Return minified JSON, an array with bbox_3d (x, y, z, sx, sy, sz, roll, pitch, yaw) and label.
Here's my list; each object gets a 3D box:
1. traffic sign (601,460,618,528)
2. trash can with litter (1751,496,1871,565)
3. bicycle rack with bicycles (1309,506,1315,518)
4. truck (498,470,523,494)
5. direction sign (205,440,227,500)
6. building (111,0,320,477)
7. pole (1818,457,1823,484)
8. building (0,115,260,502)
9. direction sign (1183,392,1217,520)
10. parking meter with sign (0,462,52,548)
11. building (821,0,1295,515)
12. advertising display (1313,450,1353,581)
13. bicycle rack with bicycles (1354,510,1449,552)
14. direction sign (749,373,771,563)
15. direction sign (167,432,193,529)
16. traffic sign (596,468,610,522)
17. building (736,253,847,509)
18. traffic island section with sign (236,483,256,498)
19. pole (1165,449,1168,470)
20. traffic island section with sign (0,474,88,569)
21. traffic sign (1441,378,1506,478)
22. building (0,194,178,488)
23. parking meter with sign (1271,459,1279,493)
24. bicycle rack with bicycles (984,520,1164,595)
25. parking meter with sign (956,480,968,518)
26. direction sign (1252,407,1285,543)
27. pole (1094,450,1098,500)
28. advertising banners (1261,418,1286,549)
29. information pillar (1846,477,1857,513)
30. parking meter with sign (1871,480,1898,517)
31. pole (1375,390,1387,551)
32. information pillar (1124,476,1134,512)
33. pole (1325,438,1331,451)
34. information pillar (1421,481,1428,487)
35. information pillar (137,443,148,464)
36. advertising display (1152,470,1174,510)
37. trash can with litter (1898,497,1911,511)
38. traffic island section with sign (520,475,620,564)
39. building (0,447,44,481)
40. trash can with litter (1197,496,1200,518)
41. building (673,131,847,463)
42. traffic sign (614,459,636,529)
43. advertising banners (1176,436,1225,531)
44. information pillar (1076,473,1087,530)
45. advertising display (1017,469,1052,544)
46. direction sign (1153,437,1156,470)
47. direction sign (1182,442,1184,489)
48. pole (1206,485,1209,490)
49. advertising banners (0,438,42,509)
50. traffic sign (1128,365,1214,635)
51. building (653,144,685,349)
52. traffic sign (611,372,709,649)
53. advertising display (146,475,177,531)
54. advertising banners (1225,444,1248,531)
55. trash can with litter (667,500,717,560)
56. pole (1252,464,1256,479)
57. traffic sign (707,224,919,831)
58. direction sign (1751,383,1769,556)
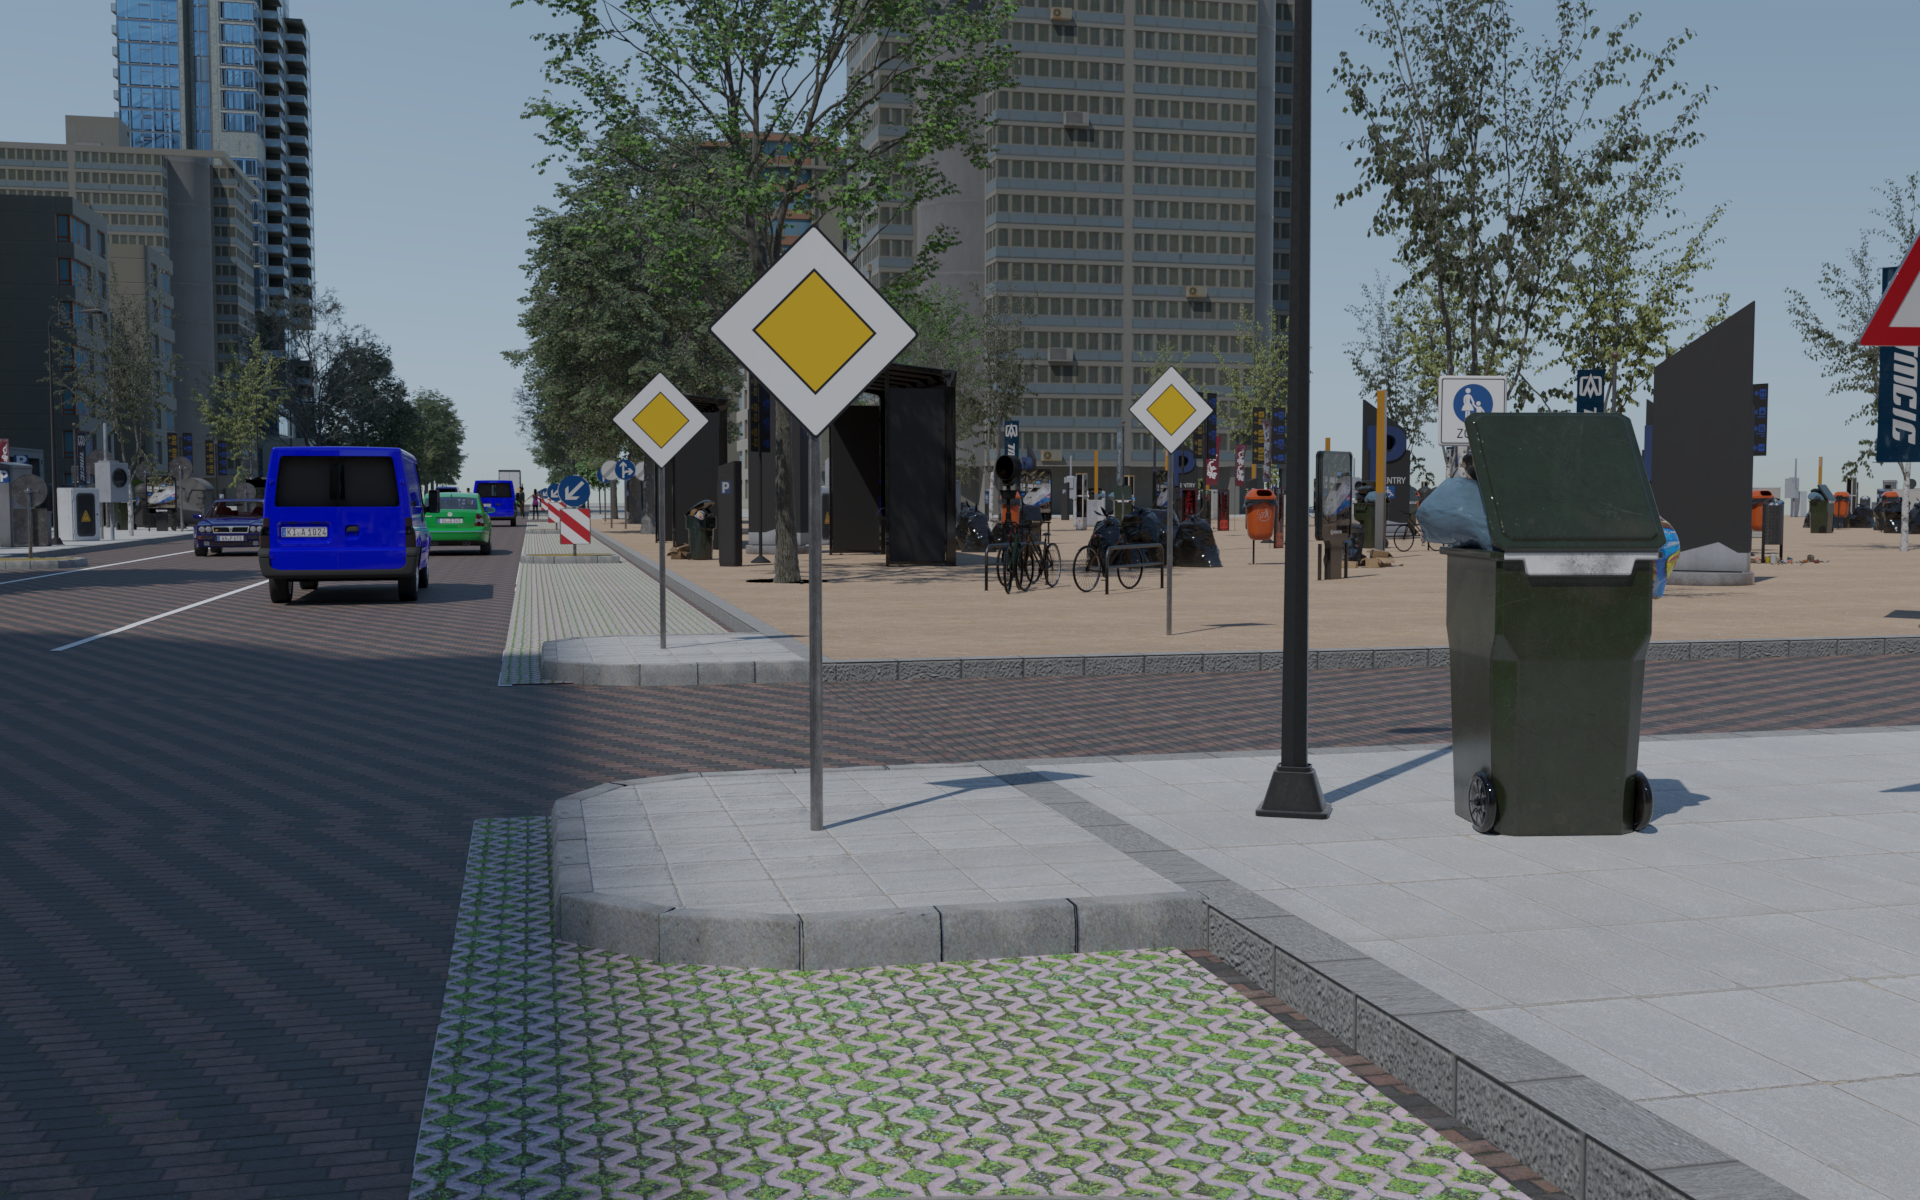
[{"bbox_3d":[-13.087,-3.969,65.000,0.768,2.556,0.104,-1,4,-12],"label":"traffic sign"},{"bbox_3d":[15.470,-1.294,32.210,2.233,1.210,1.678,-2,4,-28],"label":"trash can with litter"},{"bbox_3d":[19.616,-4.801,91.878,2.852,0.926,2.925,-3,5,-40],"label":"bicycle rack with bicycles"},{"bbox_3d":[-53.197,-13.212,204.925,2.839,4.237,11.283,-1,4,-14],"label":"truck"},{"bbox_3d":[-31.373,-4.960,73.092,0.379,3.537,0.876,3,5,43],"label":"direction sign"},{"bbox_3d":[-89.526,-54.851,209.485,22.319,86.520,31.000,-1,4,-14],"label":"building"},{"bbox_3d":[46.823,-6.144,94.304,0.158,3.312,0.155,0,3,0],"label":"pole"},{"bbox_3d":[-88.482,-30.031,182.889,32.217,40.220,23.993,-1,4,-14],"label":"building"},{"bbox_3d":[5.459,-2.854,38.666,0.379,3.537,0.876,3,5,42],"label":"direction sign"},{"bbox_3d":[-22.756,-2.783,41.765,0.543,3.016,1.738,1,4,16],"label":"parking meter with sign"},{"bbox_3d":[5.639,-25.873,114.901,32.217,40.220,23.993,-1,4,-14],"label":"building"},{"bbox_3d":[5.609,-1.271,25.995,0.123,1.923,0.974,3,5,39],"label":"advertising display"},{"bbox_3d":[10.740,-1.513,38.112,2.925,0.926,2.852,-3,4,-38],"label":"bicycle rack with bicycles"},{"bbox_3d":[-3.716,-2.458,32.191,0.379,3.537,0.876,1,4,18],"label":"direction sign"},{"bbox_3d":[-28.731,-4.396,63.864,0.876,3.537,0.379,-3,5,-42],"label":"direction sign"},{"bbox_3d":[-16.523,-4.925,80.624,0.768,2.556,0.104,-1,4,-11],"label":"traffic sign"},{"bbox_3d":[-2.652,-18.078,140.619,27.650,21.520,28.899,-1,4,-14],"label":"building"},{"bbox_3d":[-24.753,-3.144,60.035,1.989,1.847,2.006,-1,4,-14],"label":"traffic island section with sign"},{"bbox_3d":[8.208,-4.562,68.437,0.158,3.312,0.155,0,3,0],"label":"pole"},{"bbox_3d":[-18.281,-1.544,33.865,1.989,1.847,2.006,-1,4,-14],"label":"traffic island section with sign"},{"bbox_3d":[4.436,-0.792,15.082,0.606,2.300,0.079,0,4,-6],"label":"traffic sign"},{"bbox_3d":[-68.395,-16.308,111.682,27.650,21.520,28.899,-1,4,-14],"label":"building"},{"bbox_3d":[15.818,-5.559,87.146,0.543,3.016,1.738,1,4,18],"label":"parking meter with sign"},{"bbox_3d":[1.357,-0.601,23.201,2.852,0.926,2.925,2,4,31],"label":"bicycle rack with bicycles"},{"bbox_3d":[-0.293,-5.863,92.123,0.543,3.016,1.738,3,5,43],"label":"parking meter with sign"},{"bbox_3d":[8.045,-3.254,45.208,0.876,3.537,0.379,-1,4,-9],"label":"direction sign"},{"bbox_3d":[6.374,-5.330,80.985,0.158,3.312,0.155,0,3,0],"label":"pole"},{"bbox_3d":[7.548,-2.733,40.874,0.090,3.025,2.074,2,4,35],"label":"advertising banners"},{"bbox_3d":[39.036,-4.366,75.873,0.304,2.012,0.304,-2,4,-24],"label":"information pillar"},{"bbox_3d":[50.887,-6.025,94.770,1.738,3.016,0.543,3,4,38],"label":"parking meter with sign"},{"bbox_3d":[8.298,-2.465,34.138,0.158,3.312,0.155,0,3,0],"label":"pole"},{"bbox_3d":[6.699,-3.928,68.722,0.304,2.012,0.304,-3,4,-39],"label":"information pillar"},{"bbox_3d":[13.268,-4.203,62.563,0.158,3.312,0.155,0,3,0],"label":"pole"},{"bbox_3d":[26.522,-5.774,98.892,0.304,2.012,0.304,-1,4,-16],"label":"information pillar"},{"bbox_3d":[-36.765,-5.295,77.923,0.183,3.616,0.504,2,4,29],"label":"information pillar"},{"bbox_3d":[5.488,-2.542,46.771,0.123,1.923,0.974,3,4,37],"label":"advertising display"},{"bbox_3d":[39.031,-3.680,71.555,1.055,1.170,0.624,-2,4,-31],"label":"trash can with litter"},{"bbox_3d":[-8.195,-1.690,36.266,1.989,1.847,2.006,-1,4,-14],"label":"traffic island section with sign"},{"bbox_3d":[-59.461,-39.673,86.909,20.563,71.187,20.611,-1,4,-14],"label":"building"},{"bbox_3d":[8.370,-3.251,64.209,2.233,1.210,1.678,-1,4,-9],"label":"trash can with litter"},{"bbox_3d":[-23.545,-34.169,213.293,22.147,44.769,28.867,-1,4,-14],"label":"building"},{"bbox_3d":[-12.267,-3.877,63.495,0.768,2.556,0.104,0,4,-6],"label":"traffic sign"},{"bbox_3d":[6.901,-3.435,52.354,2.074,3.025,0.090,2,4,24],"label":"advertising banners"},{"bbox_3d":[4.300,-3.473,61.280,0.304,2.012,0.304,2,4,33],"label":"information pillar"},{"bbox_3d":[1.902,-2.386,44.231,0.974,1.923,0.123,-2,4,-28],"label":"advertising display"},{"bbox_3d":[7.419,-4.530,66.061,0.379,3.537,0.876,0,4,2],"label":"direction sign"},{"bbox_3d":[7.368,-3.994,57.293,0.379,3.537,0.876,1,4,10],"label":"direction sign"},{"bbox_3d":[10.814,-5.015,75.836,0.158,3.312,0.155,0,3,0],"label":"pole"},{"bbox_3d":[-29.378,-3.544,54.139,2.074,3.025,0.090,2,4,30],"label":"advertising banners"},{"bbox_3d":[1.896,-0.885,15.655,0.795,2.450,0.064,-1,4,-9],"label":"traffic sign"},{"bbox_3d":[-30.784,-37.536,237.414,21.300,48.544,21.600,-1,4,-14],"label":"building"},{"bbox_3d":[-2.464,-0.652,14.303,0.795,2.450,0.064,-1,4,-14],"label":"traffic sign"},{"bbox_3d":[-27.525,-3.333,59.716,0.974,1.923,0.123,-1,4,-10],"label":"advertising display"},{"bbox_3d":[9.124,-3.909,60.098,2.074,3.025,0.090,-2,4,-27],"label":"advertising banners"},{"bbox_3d":[-5.273,-1.371,33.795,1.055,1.170,0.624,2,4,30],"label":"trash can with litter"},{"bbox_3d":[13.683,-5.309,80.638,0.158,3.312,0.155,0,3,0],"label":"pole"},{"bbox_3d":[-0.550,-0.178,6.550,0.795,2.450,0.064,-1,4,-14],"label":"traffic sign"},{"bbox_3d":[16.267,-2.679,35.794,0.379,3.537,0.876,-2,4,-28],"label":"direction sign"}]
